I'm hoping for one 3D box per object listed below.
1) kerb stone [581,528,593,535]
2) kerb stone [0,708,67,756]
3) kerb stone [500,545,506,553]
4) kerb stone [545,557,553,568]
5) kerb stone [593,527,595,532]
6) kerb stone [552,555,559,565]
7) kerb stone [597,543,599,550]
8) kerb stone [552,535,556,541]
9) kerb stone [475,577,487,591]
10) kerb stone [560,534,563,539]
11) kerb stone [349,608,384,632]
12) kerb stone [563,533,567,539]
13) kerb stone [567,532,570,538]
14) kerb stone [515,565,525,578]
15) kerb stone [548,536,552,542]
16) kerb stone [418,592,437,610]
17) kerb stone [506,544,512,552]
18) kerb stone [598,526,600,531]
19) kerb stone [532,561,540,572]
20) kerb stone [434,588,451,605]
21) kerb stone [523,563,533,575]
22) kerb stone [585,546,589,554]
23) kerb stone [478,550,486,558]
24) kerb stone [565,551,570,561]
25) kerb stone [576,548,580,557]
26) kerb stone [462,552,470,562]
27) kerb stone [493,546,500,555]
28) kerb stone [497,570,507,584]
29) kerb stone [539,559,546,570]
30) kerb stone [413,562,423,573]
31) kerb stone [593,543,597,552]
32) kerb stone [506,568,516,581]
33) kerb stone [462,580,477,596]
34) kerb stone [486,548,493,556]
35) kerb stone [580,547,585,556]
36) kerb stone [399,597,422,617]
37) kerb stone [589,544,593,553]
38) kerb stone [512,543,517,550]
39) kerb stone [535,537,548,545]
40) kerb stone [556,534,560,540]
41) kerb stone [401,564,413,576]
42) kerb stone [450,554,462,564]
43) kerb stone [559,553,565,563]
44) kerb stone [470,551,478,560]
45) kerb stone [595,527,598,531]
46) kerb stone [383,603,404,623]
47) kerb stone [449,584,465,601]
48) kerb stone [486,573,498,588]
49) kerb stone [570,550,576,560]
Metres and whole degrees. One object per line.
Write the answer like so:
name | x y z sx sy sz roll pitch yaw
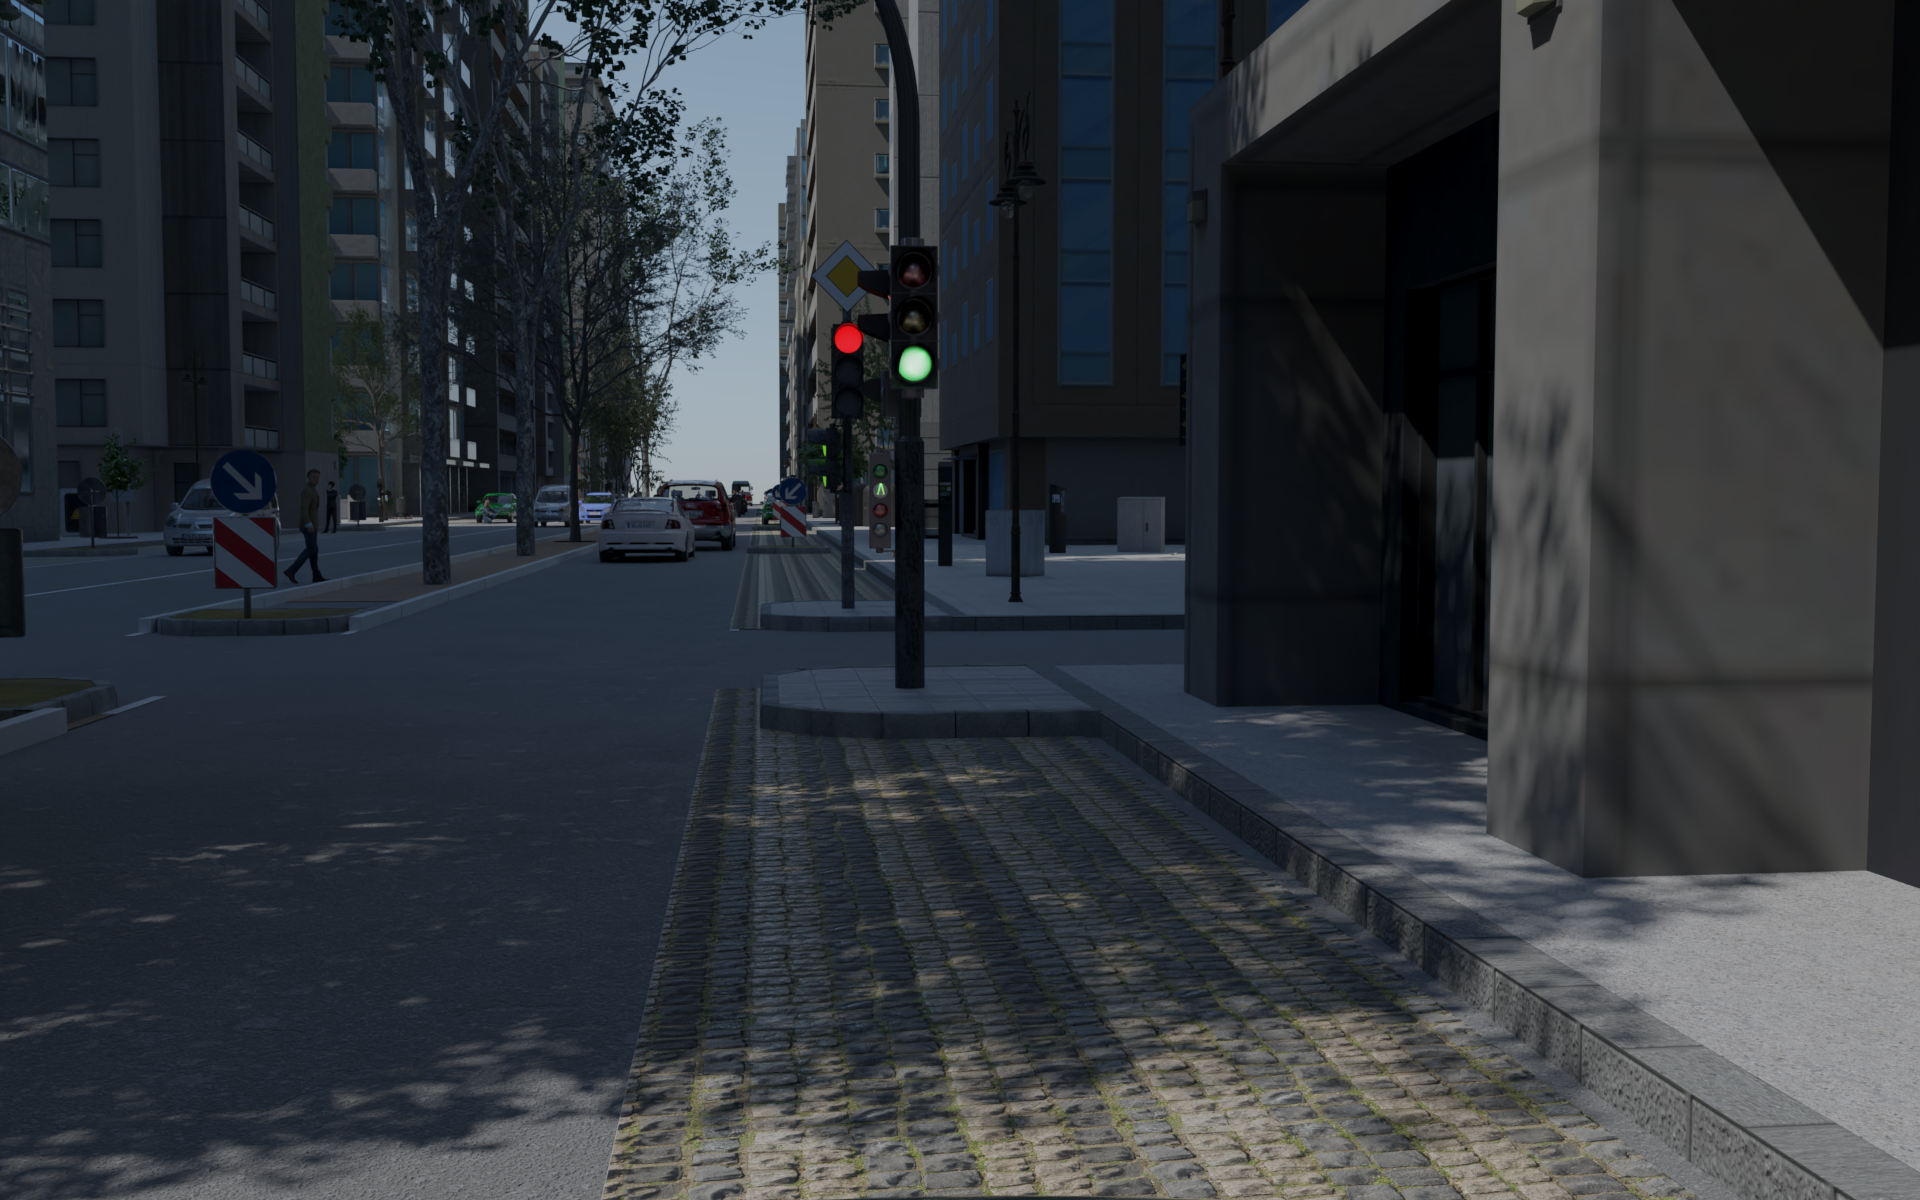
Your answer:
kerb stone | -13.602 -2.505 63.157 0.120 0.150 1.000 0 4 -7
kerb stone | -5.363 0.753 9.892 0.120 0.150 1.000 0 4 -7
kerb stone | -11.141 -1.195 41.739 0.120 0.150 1.000 0 4 -7
kerb stone | -8.118 -0.712 33.844 0.120 0.150 1.000 0 4 -7
kerb stone | -13.728 -2.568 64.179 0.120 0.150 1.000 0 4 -7
kerb stone | -8.236 -0.775 34.859 0.120 0.150 1.000 0 4 -7
kerb stone | -9.291 -1.335 44.021 0.120 0.150 1.000 0 4 -7
kerb stone | -12.314 -1.821 51.962 0.120 0.150 1.000 0 4 -7
kerb stone | -7.183 -0.212 25.668 0.120 0.150 1.000 0 4 -7
kerb stone | -12.559 -1.943 53.994 0.120 0.150 1.000 0 4 -7
kerb stone | -6.361 0.224 18.541 0.120 0.150 1.000 0 4 -7
kerb stone | -12.672 -2.007 55.010 0.120 0.150 1.000 0 4 -7
kerb stone | -12.789 -2.064 56.026 0.120 0.150 1.000 0 4 -7
kerb stone | -7.652 -0.460 29.747 0.120 0.150 1.000 0 4 -7
kerb stone | -12.201 -1.750 50.947 0.120 0.150 1.000 0 4 -7
kerb stone | -6.710 0.037 21.595 0.120 0.150 1.000 0 4 -7
kerb stone | -11.268 -1.258 42.769 0.120 0.150 1.000 0 4 -7
kerb stone | -13.964 -2.692 66.209 0.120 0.150 1.000 0 4 -7
kerb stone | -7.885 -0.587 31.800 0.120 0.150 1.000 0 4 -7
kerb stone | -6.835 -0.026 22.613 0.120 0.150 1.000 0 4 -7
kerb stone | -7.768 -0.525 30.779 0.120 0.150 1.000 0 4 -7
kerb stone | -8.938 -1.148 40.973 0.120 0.150 1.000 0 4 -7
kerb stone | -10.791 -1.008 38.678 0.120 0.150 1.000 0 4 -7
kerb stone | -8.472 -0.899 36.892 0.120 0.150 1.000 0 4 -7
kerb stone | -8.712 -1.023 38.927 0.120 0.150 1.000 0 4 -7
kerb stone | -10.560 -0.877 36.648 0.120 0.150 1.000 0 4 -7
kerb stone | -11.020 -1.126 40.718 0.120 0.150 1.000 0 4 -7
kerb stone | -7.415 -0.336 27.704 0.120 0.150 1.000 0 4 -7
kerb stone | -8.009 -0.649 32.815 0.120 0.150 1.000 0 4 -7
kerb stone | -9.966 -0.570 31.567 0.120 0.150 1.000 0 4 -7
kerb stone | -9.175 -1.273 43.004 0.120 0.150 1.000 0 4 -7
kerb stone | -7.533 -0.400 28.729 0.120 0.150 1.000 0 4 -7
kerb stone | -7.062 -0.150 24.652 0.120 0.150 1.000 0 4 -7
kerb stone | -10.908 -1.062 39.702 0.120 0.150 1.000 0 4 -7
kerb stone | -8.826 -1.084 39.942 0.120 0.150 1.000 0 4 -7
kerb stone | -6.586 0.099 20.573 0.120 0.150 1.000 0 4 -7
kerb stone | -9.063 -1.211 41.987 0.120 0.150 1.000 0 4 -7
kerb stone | -11.378 -1.321 43.796 0.120 0.150 1.000 0 4 -7
kerb stone | -12.085 -1.694 49.927 0.120 0.150 1.000 0 4 -7
kerb stone | -12.430 -1.883 52.980 0.120 0.150 1.000 0 4 -7
kerb stone | -9.849 -0.511 30.551 0.120 0.150 1.000 0 4 -7
kerb stone | -10.440 -0.822 35.630 0.120 0.150 1.000 0 4 -7
kerb stone | -8.354 -0.837 35.875 0.120 0.150 1.000 0 4 -7
kerb stone | -10.676 -0.946 37.662 0.120 0.150 1.000 0 4 -7
kerb stone | -13.848 -2.630 65.193 0.120 0.150 1.000 0 4 -7
kerb stone | -6.476 0.166 19.557 0.120 0.150 1.000 0 4 -7
kerb stone | -6.942 -0.088 23.632 0.120 0.150 1.000 0 4 -7
kerb stone | -7.291 -0.275 26.685 0.120 0.150 1.000 0 4 -7
kerb stone | -8.585 -0.961 37.909 0.120 0.150 1.000 0 4 -7
